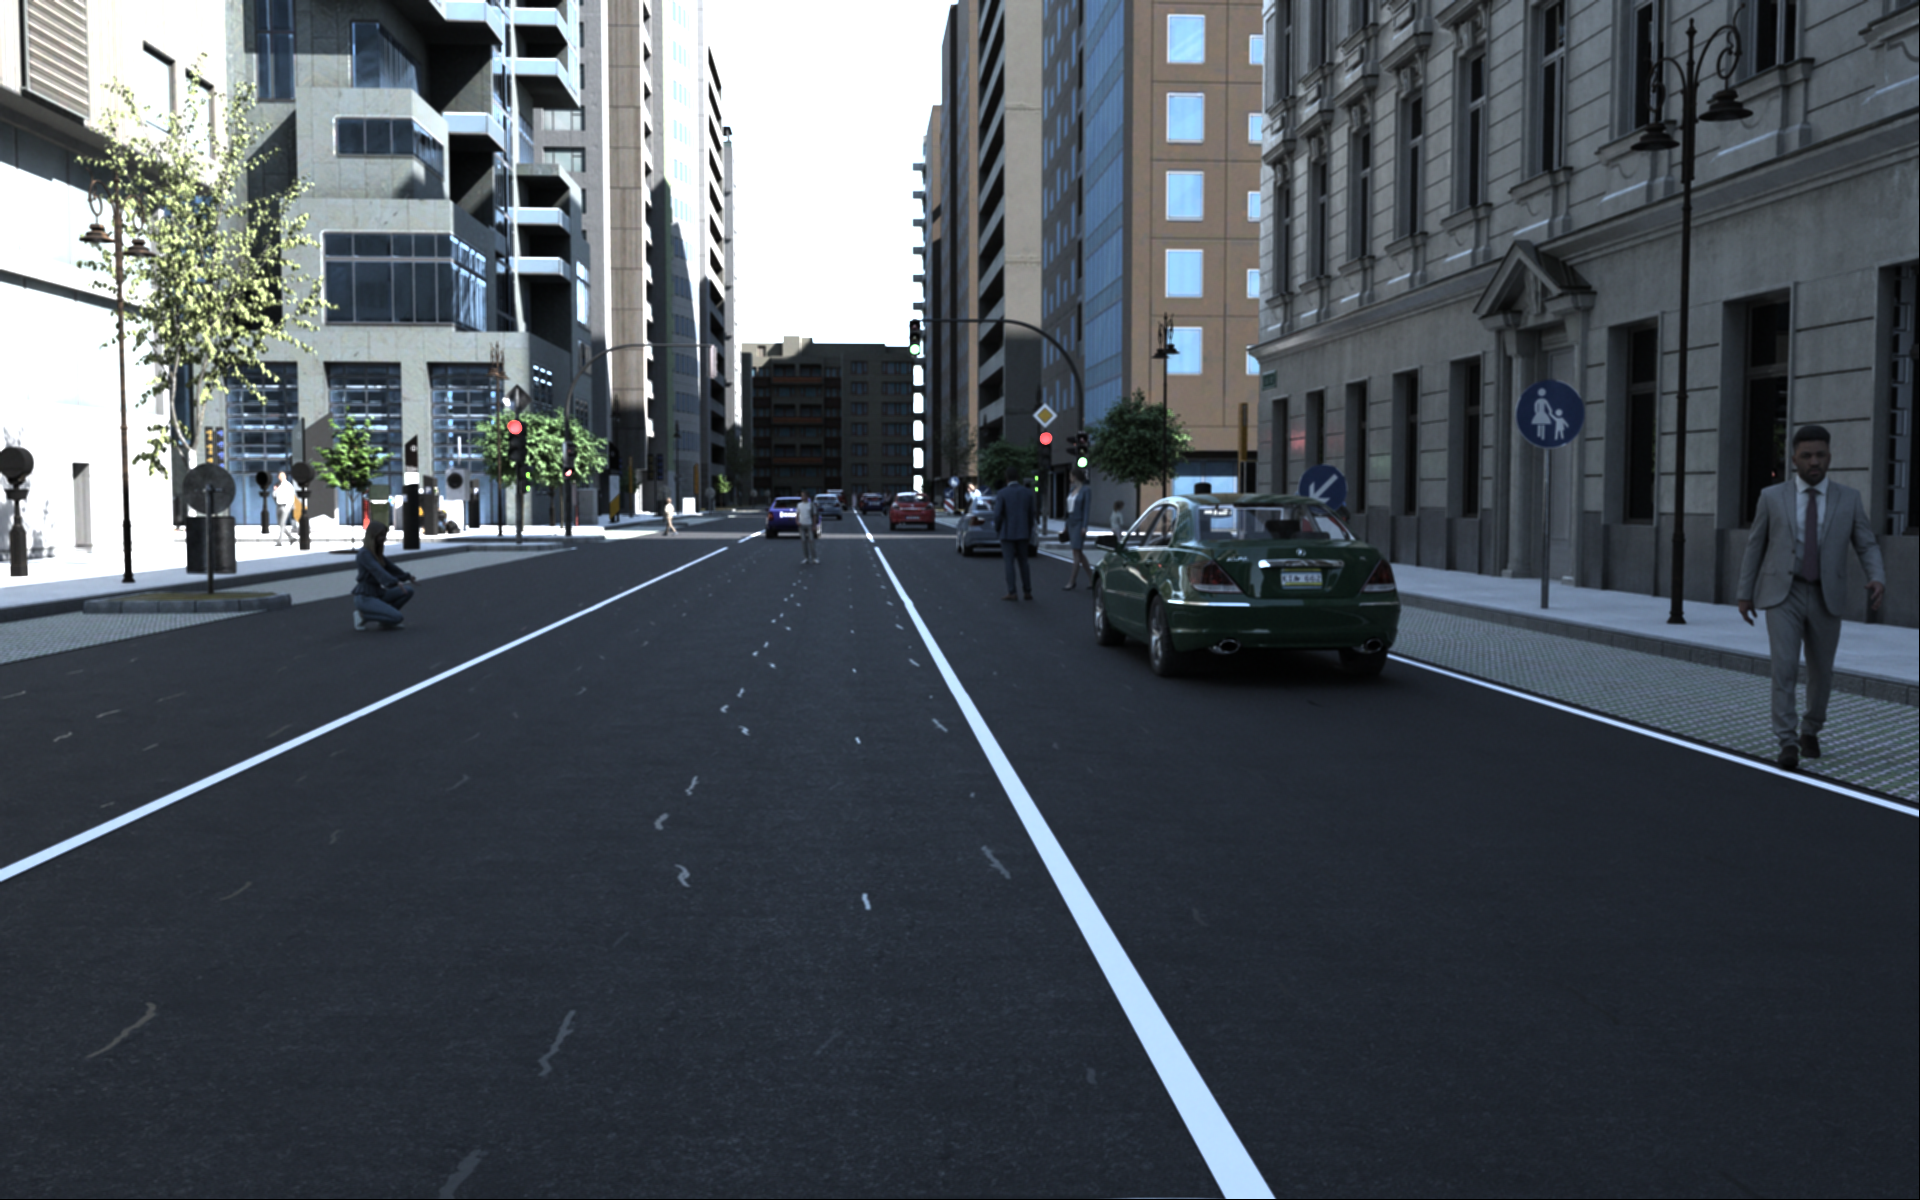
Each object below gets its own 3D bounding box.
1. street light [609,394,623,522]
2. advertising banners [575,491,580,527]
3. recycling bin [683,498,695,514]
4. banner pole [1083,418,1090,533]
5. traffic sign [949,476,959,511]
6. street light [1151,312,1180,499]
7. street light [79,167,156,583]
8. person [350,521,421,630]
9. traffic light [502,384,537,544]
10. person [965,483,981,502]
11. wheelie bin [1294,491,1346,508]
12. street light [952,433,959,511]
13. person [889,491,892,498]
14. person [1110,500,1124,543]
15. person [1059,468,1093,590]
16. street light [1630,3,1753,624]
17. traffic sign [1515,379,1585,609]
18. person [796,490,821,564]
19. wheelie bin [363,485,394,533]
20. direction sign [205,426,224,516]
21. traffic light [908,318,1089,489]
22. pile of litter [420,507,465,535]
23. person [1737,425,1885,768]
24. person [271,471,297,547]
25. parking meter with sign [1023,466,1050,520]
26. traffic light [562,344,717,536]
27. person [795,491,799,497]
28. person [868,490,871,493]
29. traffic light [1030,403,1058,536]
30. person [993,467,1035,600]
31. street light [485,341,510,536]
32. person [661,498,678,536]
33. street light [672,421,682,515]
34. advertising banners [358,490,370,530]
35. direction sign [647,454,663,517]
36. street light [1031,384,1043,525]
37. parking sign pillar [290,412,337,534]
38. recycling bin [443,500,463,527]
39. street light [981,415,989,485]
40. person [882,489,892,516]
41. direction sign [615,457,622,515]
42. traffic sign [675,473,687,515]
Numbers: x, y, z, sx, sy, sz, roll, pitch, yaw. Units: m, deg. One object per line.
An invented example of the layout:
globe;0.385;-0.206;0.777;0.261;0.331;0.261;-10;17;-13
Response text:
street light;-15.801;-6.546;79.808;0.468;5.910;1.993;0;4;-4
advertising banners;-15.003;-4.373;67.692;0.090;3.025;2.074;0;4;-8
recycling bin;-17.442;-6.044;111.377;0.722;1.027;0.722;0;4;-4
banner pole;4.099;-4.087;56.833;0.401;3.779;0.863;-1;4;-20
traffic sign;-0.427;-7.644;125.093;0.768;2.556;0.104;0;4;0
street light;5.232;-4.369;44.229;0.468;5.910;1.993;0;4;-4
street light;-12.064;-3.190;24.951;0.468;5.910;1.993;0;4;-4
person;-6.055;-0.270;18.414;0.738;1.151;1.012;0;4;3
traffic light;-11.310;-3.392;44.375;0.839;4.253;0.868;0;4;-4
person;0.451;-2.890;56.022;0.793;1.790;0.793;2;4;31
wheelie bin;6.357;-1.404;30.858;0.980;1.594;0.693;-1;4;-13
street light;-0.294;-9.498;128.079;0.468;5.910;1.993;0;4;-4
person;-7.879;-11.361;194.271;0.705;1.821;1.348;-1;4;-22
person;3.419;-1.508;37.432;0.394;1.301;0.425;-3;5;-44
person;1.809;-1.065;25.937;0.654;1.822;0.581;-1;4;-17
street light;7.103;-2.704;16.991;0.468;5.910;1.993;0;4;-4
traffic sign;6.557;-1.177;19.348;0.768;2.556;0.104;0;4;2
person;-3.130;-1.512;35.812;0.503;1.515;0.523;-1;4;-20
wheelie bin;-19.311;-3.035;57.524;0.980;1.594;0.693;-1;4;-18
direction sign;-25.116;-4.063;58.429;0.379;3.537;0.876;1;4;16
traffic light;1.037;-4.306;45.064;4.771;5.953;1.251;0;4;-4
pile of litter;-16.714;-2.530;55.333;1.719;0.858;1.176;-1;4;-18
person;4.485;-0.023;9.158;0.678;1.792;0.850;1;4;21
person;-16.451;-2.197;42.067;0.679;1.850;0.850;2;4;26
parking meter with sign;3.370;-5.230;81.776;1.738;3.016;0.543;2;4;31
traffic light;-9.757;-4.761;52.515;4.771;5.953;1.251;0;4;-4
person;-17.566;-11.004;189.130;1.217;1.736;0.721;-3;5;-41
person;-7.913;-8.805;152.392;0.705;1.831;1.348;2;4;26
traffic light;2.591;-3.938;53.311;0.839;4.253;0.868;0;4;-4
person;0.752;-0.900;23.395;0.721;1.800;0.419;-2;4;-31
street light;-13.999;-4.879;52.566;0.468;5.910;1.993;0;4;-4
person;-9.986;-2.853;59.420;0.640;1.303;0.475;1;4;15
street light;-17.568;-8.250;107.674;0.468;5.910;1.993;0;4;-4
advertising banners;-21.116;-3.998;61.551;0.090;3.025;2.074;1;4;10
direction sign;-17.266;-6.493;98.159;0.876;3.537;0.379;0;4;-4
street light;3.301;-6.107;72.640;0.468;5.910;1.993;0;4;-4
parking sign pillar;-21.112;-4.157;56.441;1.447;3.967;1.447;3;5;45
recycling bin;-19.980;-3.397;68.089;0.722;1.027;0.722;0;4;6
street light;1.440;-7.773;99.878;0.468;5.910;1.993;0;4;-4
person;-4.883;-6.486;115.142;0.643;1.750;0.593;3;4;38
direction sign;-21.019;-6.959;105.771;0.876;3.537;0.379;-3;4;-38
traffic sign;-17.124;-6.491;106.233;0.768;2.556;0.104;0;4;-1
